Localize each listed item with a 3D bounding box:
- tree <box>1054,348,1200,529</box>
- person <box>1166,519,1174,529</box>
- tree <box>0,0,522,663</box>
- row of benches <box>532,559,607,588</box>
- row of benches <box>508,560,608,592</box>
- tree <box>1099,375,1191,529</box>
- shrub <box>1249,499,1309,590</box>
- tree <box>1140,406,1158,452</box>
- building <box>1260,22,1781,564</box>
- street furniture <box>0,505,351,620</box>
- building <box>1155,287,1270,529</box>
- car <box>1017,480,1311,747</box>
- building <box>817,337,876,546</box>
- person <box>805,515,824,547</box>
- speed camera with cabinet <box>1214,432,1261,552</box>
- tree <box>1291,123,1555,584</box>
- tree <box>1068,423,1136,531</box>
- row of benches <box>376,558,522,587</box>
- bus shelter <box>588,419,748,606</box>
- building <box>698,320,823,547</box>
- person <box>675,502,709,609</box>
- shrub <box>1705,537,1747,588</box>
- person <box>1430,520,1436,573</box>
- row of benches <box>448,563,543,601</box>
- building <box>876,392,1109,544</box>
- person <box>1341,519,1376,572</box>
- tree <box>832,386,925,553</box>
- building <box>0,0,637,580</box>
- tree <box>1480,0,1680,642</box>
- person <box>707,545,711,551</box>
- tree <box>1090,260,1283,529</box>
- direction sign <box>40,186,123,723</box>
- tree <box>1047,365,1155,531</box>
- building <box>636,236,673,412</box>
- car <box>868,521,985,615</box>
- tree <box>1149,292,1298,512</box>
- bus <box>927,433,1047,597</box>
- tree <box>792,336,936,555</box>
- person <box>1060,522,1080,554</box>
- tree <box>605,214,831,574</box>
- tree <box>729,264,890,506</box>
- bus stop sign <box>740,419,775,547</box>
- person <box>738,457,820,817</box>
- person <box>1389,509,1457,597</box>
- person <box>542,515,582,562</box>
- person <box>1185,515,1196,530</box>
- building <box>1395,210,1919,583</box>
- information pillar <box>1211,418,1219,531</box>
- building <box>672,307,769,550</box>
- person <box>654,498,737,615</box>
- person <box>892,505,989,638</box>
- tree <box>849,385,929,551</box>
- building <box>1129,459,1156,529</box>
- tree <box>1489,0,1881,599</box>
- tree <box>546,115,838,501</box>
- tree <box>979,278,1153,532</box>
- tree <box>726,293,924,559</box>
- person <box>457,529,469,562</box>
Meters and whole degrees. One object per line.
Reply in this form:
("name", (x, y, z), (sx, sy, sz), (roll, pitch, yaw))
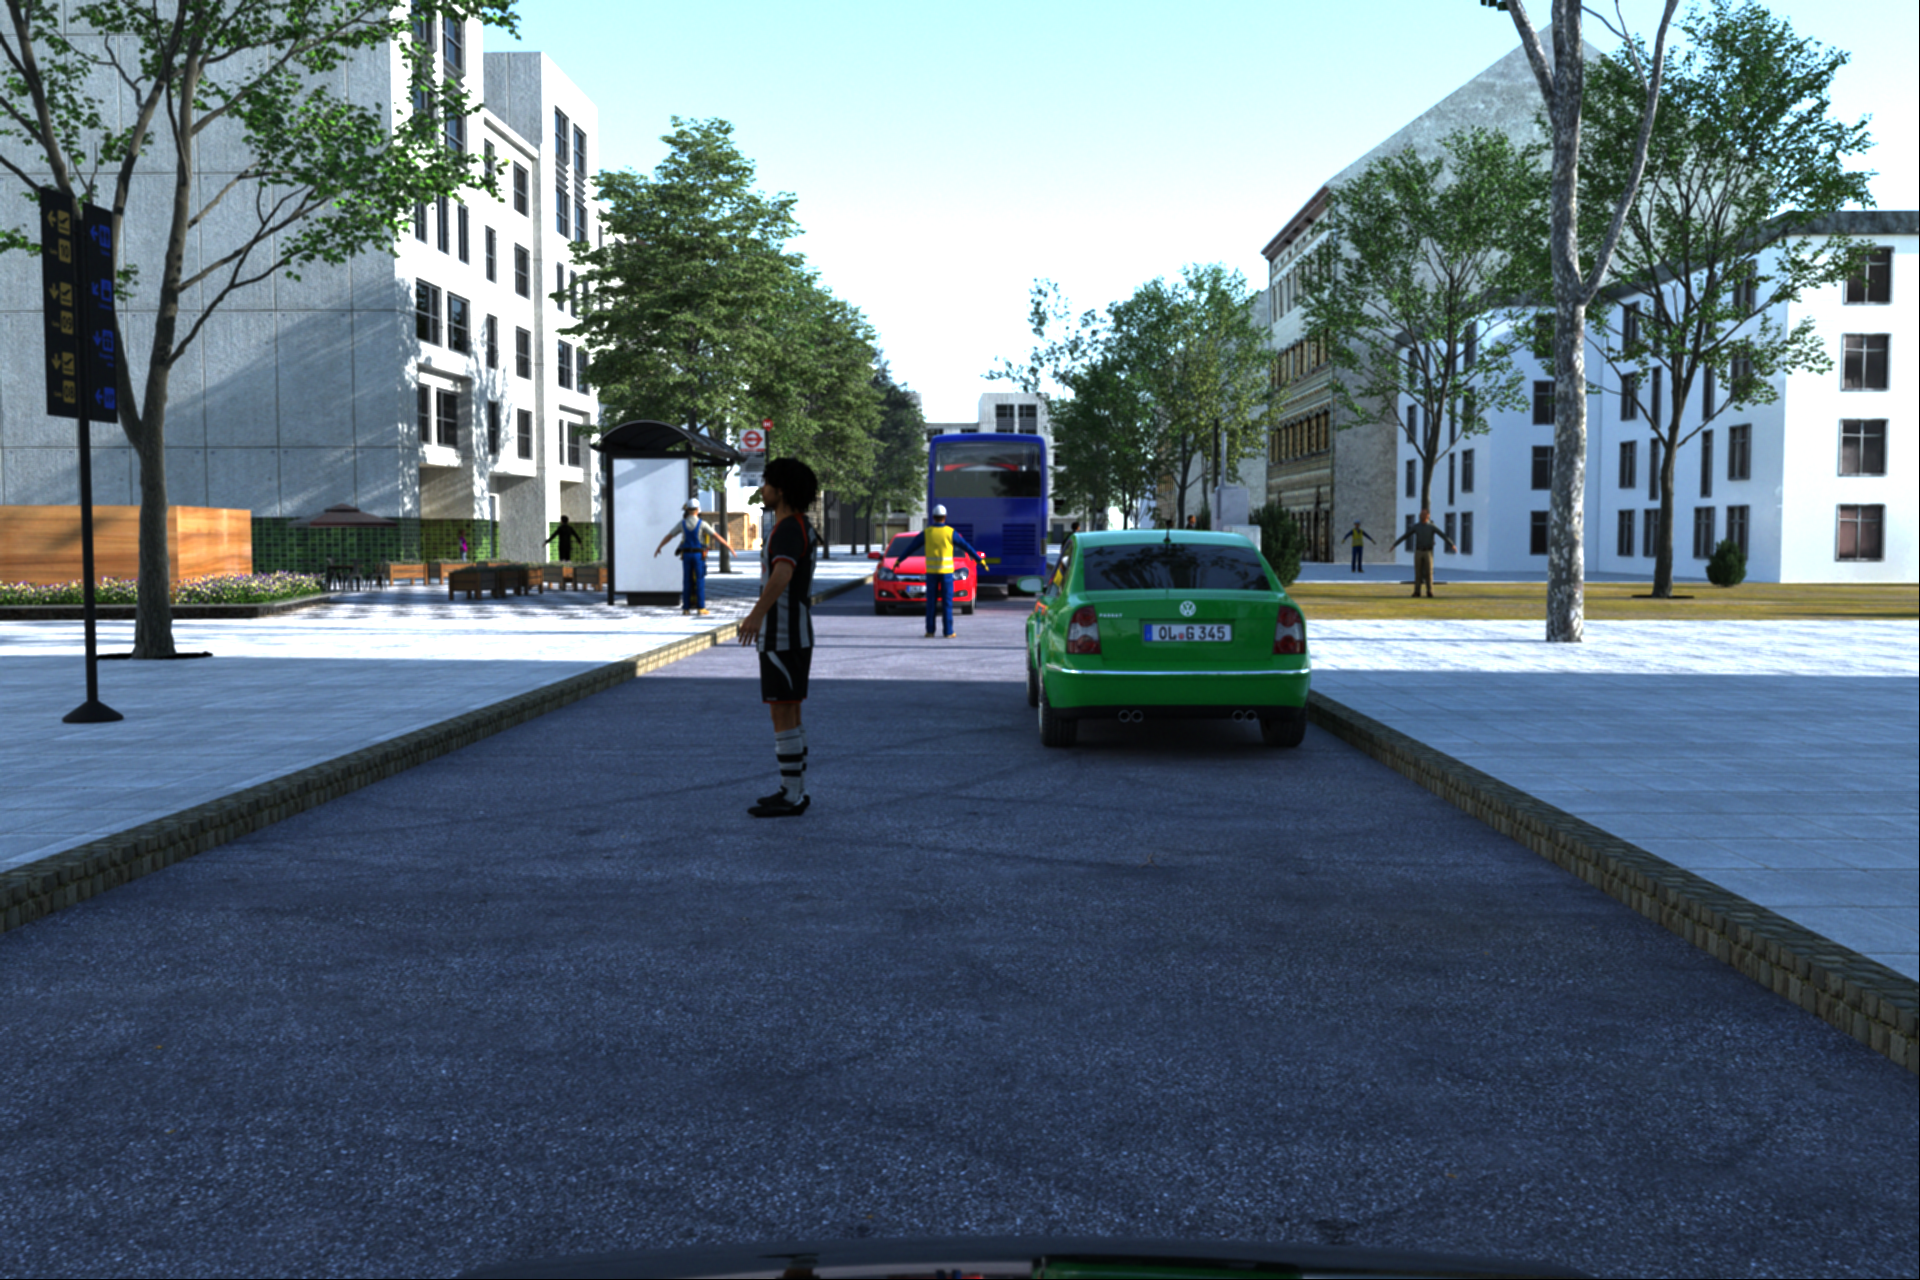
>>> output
("tree", (9.168, -10.290, 93.994), (9.928, 11.665, 9.643), (0, 3, 0))
("person", (6.629, -2.893, 54.023), (0.721, 1.740, 1.216), (1, 4, 16))
("tree", (-8.345, -5.604, 17.385), (9.928, 11.665, 9.643), (0, 3, 0))
("row of benches", (-8.347, -1.630, 42.108), (4.104, 0.672, 1.422), (-1, 4, -12))
("row of benches", (-9.035, -1.473, 39.539), (4.104, 0.672, 1.422), (3, 5, 45))
("tree", (8.324, -7.952, 80.373), (4.737, 8.622, 4.395), (0, 3, 0))
("shrub", (6.951, -2.133, 38.918), (1.661, 2.075, 1.752), (0, 3, 0))
("tree", (27.370, -22.526, 224.184), (12.611, 20.169, 13.585), (0, 3, 0))
("building", (25.592, -15.453, 83.579), (19.493, 23.208, 18.063), (0, 4, 1))
("street furniture", (-13.673, -1.283, 27.838), (11.010, 1.723, 9.812), (-1, 4, -10))
("building", (27.813, -19.885, 156.051), (19.493, 23.208, 18.063), (0, 4, 1))
("car", (1.427, -0.259, 13.034), (1.959, 1.807, 4.718), (0, 4, 0))
("building", (-24.359, -21.559, 196.463), (27.936, 21.610, 32.646), (0, 4, 0))
("person", (-4.302, -2.568, 47.923), (1.347, 1.837, 0.705), (-2, 4, -34))
("speed camera with cabinet", (5.280, -2.359, 32.904), (0.660, 3.252, 2.038), (0, 4, 1))
("tree", (12.106, -7.251, 44.312), (9.928, 11.665, 9.643), (0, 3, 0))
("tree", (8.327, -9.668, 108.440), (4.360, 8.622, 3.978), (0, 3, 0))
("row of benches", (-12.874, -1.749, 44.062), (1.422, 0.672, 4.104), (3, 4, 38))
("bus shelter", (-5.480, -2.411, 33.340), (2.014, 3.302, 5.546), (0, 4, 1))
("building", (-23.787, -20.785, 170.763), (19.493, 23.208, 18.063), (0, 4, 2))
("person", (-4.587, -1.457, 29.586), (0.705, 1.858, 1.354), (-2, 4, -24))
("shrub", (18.413, -1.865, 41.614), (1.383, 1.207, 1.383), (0, 3, 0))
("person", (15.479, -3.052, 56.696), (0.721, 1.733, 1.217), (1, 4, 14))
("row of benches", (-9.442, -1.213, 35.298), (1.422, 0.672, 4.104), (0, 4, 4))
("building", (2.508, -21.607, 222.190), (31.486, 18.905, 16.747), (0, 4, -1))
("person", (13.366, -3.160, 58.133), (1.216, 1.772, 0.721), (-1, 4, -11))
("tree", (-6.141, -11.750, 117.870), (9.928, 11.665, 9.643), (0, 3, 0))
("building", (-23.646, -12.086, 64.070), (16.747, 18.905, 31.486), (0, 4, 2))
("tree", (6.076, -9.987, 19.179), (12.611, 20.169, 13.585), (0, 3, 0))
("person", (-6.208, -2.053, 39.753), (1.347, 1.806, 0.705), (3, 5, 44))
("tree", (8.503, -8.557, 65.663), (9.928, 11.665, 9.643), (0, 3, 0))
("direction sign", (-5.965, -1.212, 11.809), (0.379, 3.537, 0.876), (0, 4, 1))
("tree", (9.359, -12.111, 116.134), (7.486, 12.596, 7.792), (0, 3, 0))
("building", (-25.896, -15.821, 89.594), (19.493, 23.208, 18.063), (0, 4, 2))
("car", (-0.605, -1.414, 32.165), (2.155, 1.783, 4.494), (0, 4, 1))
("tree", (7.796, -6.271, 52.900), (4.737, 8.622, 4.395), (0, 3, 0))
("bus", (0.551, -3.118, 42.528), (2.896, 3.916, 12.251), (0, 4, 0))
("tree", (-6.358, -11.896, 104.874), (12.009, 13.543, 11.850), (0, 3, 0))
("person", (3.013, -2.143, 44.213), (1.216, 1.740, 0.721), (3, 5, 44))
("tree", (-7.819, -7.981, 56.243), (9.928, 11.665, 9.643), (0, 3, 0))
("tree", (-6.432, -9.499, 73.435), (7.486, 12.596, 7.792), (0, 3, 0))
("bus stop sign", (-4.676, -3.152, 40.234), (0.855, 3.939, 0.416), (0, 4, 1))
("person", (-0.919, -0.018, 8.894), (0.704, 1.843, 1.345), (0, 4, 2))
("person", (9.445, -1.774, 35.278), (1.348, 1.796, 0.705), (2, 4, 25))
("person", (-11.173, -2.610, 48.863), (0.705, 1.806, 1.347), (3, 5, 40))
("person", (6.361, -2.528, 47.554), (0.704, 1.802, 1.346), (0, 4, 7))
("building", (22.558, -7.156, 59.144), (9.099, 9.664, 28.070), (0, 4, 1))
("information pillar", (5.181, -2.686, 35.278), (0.183, 3.616, 0.504), (0, 4, 1))
("building", (-22.245, -17.519, 142.849), (16.016, 20.090, 11.380), (0, 4, 0))
("person", (-4.237, -1.330, 27.601), (1.347, 1.847, 0.705), (0, 4, 7))
("person", (-0.281, -0.952, 23.998), (1.349, 1.833, 0.705), (0, 4, 5))
("tree", (-5.294, -12.884, 128.774), (7.486, 12.596, 7.792), (0, 3, 0))
("building", (24.420, -15.332, 192.822), (9.099, 9.664, 28.070), (0, 4, 1))
("tree", (14.239, -6.644, 34.392), (9.928, 11.665, 9.643), (0, 3, 0))
("tree", (-7.220, -7.891, 47.150), (7.486, 12.596, 7.792), (0, 3, 0))
("tree", (8.097, -16.715, 129.172), (12.611, 20.169, 13.585), (0, 3, 0))
("tree", (-6.666, -10.842, 87.639), (12.009, 13.543, 11.850), (0, 3, 0))
("person", (-14.622, -2.564, 51.184), (0.599, 1.433, 0.991), (0, 4, -8))
